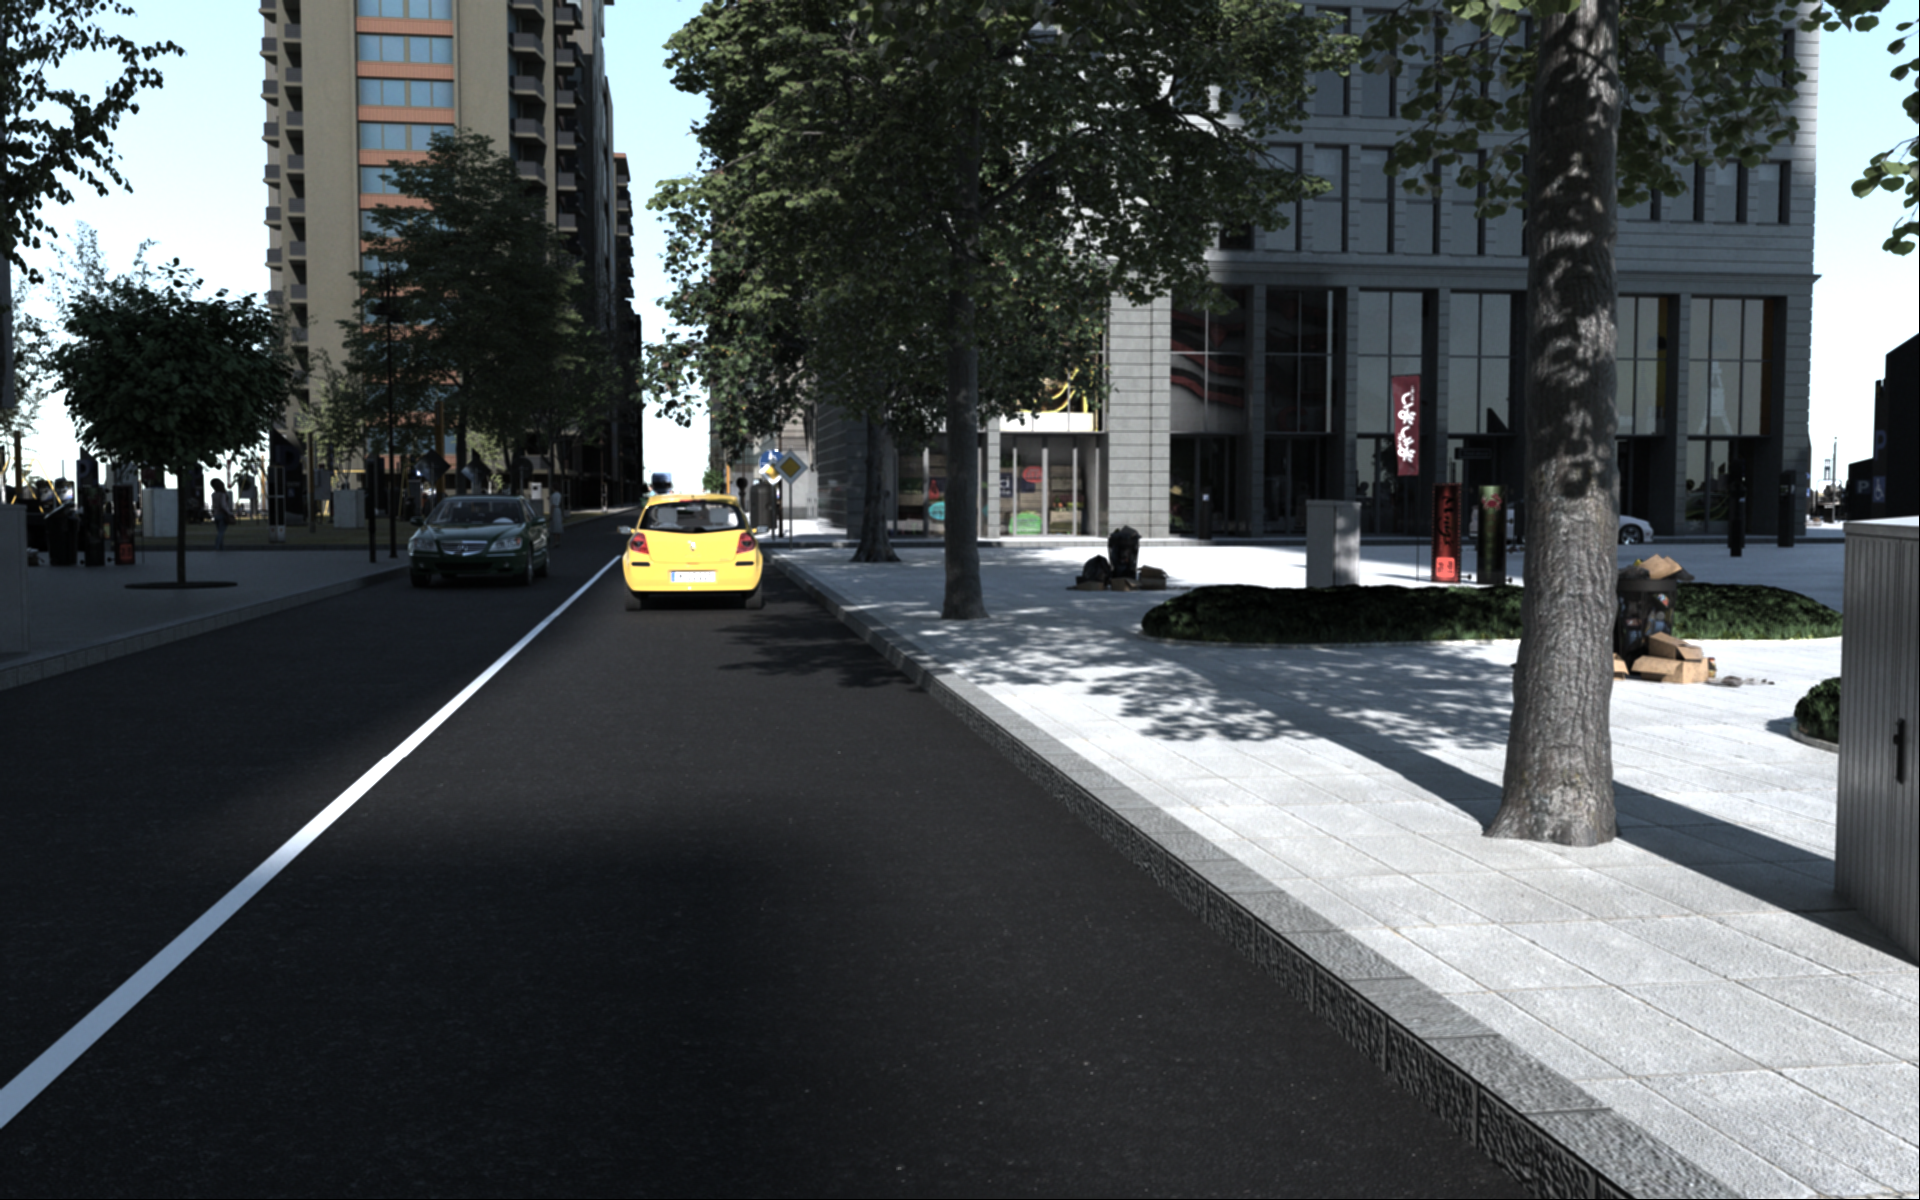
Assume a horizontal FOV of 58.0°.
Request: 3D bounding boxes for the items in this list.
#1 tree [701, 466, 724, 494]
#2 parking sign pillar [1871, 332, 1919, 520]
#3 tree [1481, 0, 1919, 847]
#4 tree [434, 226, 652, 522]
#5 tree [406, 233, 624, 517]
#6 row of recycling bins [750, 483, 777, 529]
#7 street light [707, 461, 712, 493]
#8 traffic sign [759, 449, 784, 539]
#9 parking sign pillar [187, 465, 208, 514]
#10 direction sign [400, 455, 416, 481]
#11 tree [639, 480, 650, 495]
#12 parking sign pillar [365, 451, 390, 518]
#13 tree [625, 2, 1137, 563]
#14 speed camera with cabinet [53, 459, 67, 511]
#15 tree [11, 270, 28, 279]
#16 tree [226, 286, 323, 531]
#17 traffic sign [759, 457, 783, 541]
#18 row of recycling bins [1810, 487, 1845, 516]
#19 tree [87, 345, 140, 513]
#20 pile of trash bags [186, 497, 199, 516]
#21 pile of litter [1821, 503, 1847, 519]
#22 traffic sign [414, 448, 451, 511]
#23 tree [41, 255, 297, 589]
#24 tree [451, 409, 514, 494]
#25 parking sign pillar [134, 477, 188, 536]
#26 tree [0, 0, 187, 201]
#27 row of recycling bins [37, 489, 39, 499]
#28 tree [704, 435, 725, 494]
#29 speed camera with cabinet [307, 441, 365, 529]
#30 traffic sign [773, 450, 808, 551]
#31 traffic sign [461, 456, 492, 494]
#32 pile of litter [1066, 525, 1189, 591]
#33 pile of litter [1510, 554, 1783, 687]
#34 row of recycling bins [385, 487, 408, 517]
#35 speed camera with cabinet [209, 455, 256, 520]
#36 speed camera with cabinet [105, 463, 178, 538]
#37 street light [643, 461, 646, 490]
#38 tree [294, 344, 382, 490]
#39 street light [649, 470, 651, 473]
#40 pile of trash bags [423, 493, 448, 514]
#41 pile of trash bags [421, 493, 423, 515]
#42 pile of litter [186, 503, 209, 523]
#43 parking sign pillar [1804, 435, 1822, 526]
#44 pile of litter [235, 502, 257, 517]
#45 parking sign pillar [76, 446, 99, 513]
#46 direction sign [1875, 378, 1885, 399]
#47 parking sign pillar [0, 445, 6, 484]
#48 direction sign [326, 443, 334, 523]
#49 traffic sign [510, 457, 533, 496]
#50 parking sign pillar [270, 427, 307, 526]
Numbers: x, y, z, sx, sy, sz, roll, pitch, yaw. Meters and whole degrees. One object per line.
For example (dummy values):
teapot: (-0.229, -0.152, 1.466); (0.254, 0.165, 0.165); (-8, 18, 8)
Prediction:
tree: (-29.035, -13.514, 204.675); (4.285, 4.588, 4.351); (0, 3, 0)
parking sign pillar: (12.673, -2.087, 22.598); (1.447, 3.967, 1.447); (0, 4, 3)
tree: (2.178, -5.410, 6.586); (7.486, 12.596, 7.792); (0, 3, 0)
tree: (-18.981, -10.366, 79.859); (12.009, 13.543, 11.850); (0, 3, 0)
tree: (-17.856, -8.736, 68.594); (9.928, 11.665, 9.643); (0, 3, 0)
row of recycling bins: (-7.342, -3.523, 64.714); (1.069, 1.692, 3.534); (0, 4, -5)
street light: (-28.085, -13.677, 196.399); (0.468, 5.910, 1.993); (-1, 4, -9)
traffic sign: (-5.354, -3.025, 49.557); (0.768, 2.556, 0.104); (0, 4, -1)
parking sign pillar: (-47.162, -7.231, 106.700); (1.447, 3.967, 1.447); (1, 4, 13)
direction sign: (-32.208, -6.676, 101.148); (0.876, 3.537, 0.379); (-1, 4, -11)
tree: (-44.623, -15.375, 245.980); (1.663, 3.219, 1.824); (0, 3, 0)
parking sign pillar: (-31.103, -6.337, 92.090); (1.447, 3.967, 1.447); (3, 5, 43)
tree: (-1.496, -7.071, 32.612); (9.611, 12.733, 9.660); (0, 3, 0)
speed camera with cabinet: (-51.198, -6.364, 98.392); (0.660, 3.252, 2.038); (-2, 4, -32)
tree: (-28.128, -6.060, 49.441); (4.360, 8.622, 3.978); (0, 3, 0)
tree: (-24.444, -6.738, 60.534); (4.360, 8.622, 3.978); (0, 3, 0)
traffic sign: (-5.082, -2.663, 47.184); (0.795, 2.450, 0.064); (-1, 4, -9)
row of recycling bins: (50.594, -5.715, 100.553); (3.534, 1.692, 1.069); (1, 4, 16)
tree: (-38.705, -7.898, 79.498); (4.360, 8.622, 3.978); (0, 3, 0)
pile of trash bags: (-42.955, -5.161, 94.130); (3.447, 1.369, 1.912); (0, 4, 8)
pile of litter: (44.637, -4.519, 87.848); (1.176, 0.858, 1.719); (-3, 4, -36)
traffic sign: (-11.597, -2.108, 38.104); (0.795, 2.450, 0.064); (-1, 4, -9)
tree: (-10.858, -2.457, 23.887); (4.285, 4.588, 4.351); (0, 3, 0)
tree: (-30.855, -9.952, 113.081); (4.737, 8.622, 4.395); (0, 3, 0)
parking sign pillar: (-24.745, -3.965, 53.299); (1.447, 3.967, 1.447); (-2, 4, -28)
tree: (-10.340, -4.129, 17.875); (4.737, 8.622, 4.395); (0, 3, 0)
row of recycling bins: (-53.524, -5.586, 98.442); (1.069, 1.692, 3.534); (0, 4, 0)
tree: (-29.642, -16.083, 213.317); (4.360, 8.622, 3.978); (0, 3, 0)
speed camera with cabinet: (-23.254, -4.293, 64.520); (2.038, 3.252, 0.660); (1, 4, 11)
traffic sign: (-3.844, -2.181, 39.295); (0.795, 2.450, 0.064); (-1, 4, -9)
traffic sign: (-12.835, -2.590, 45.993); (0.795, 2.450, 0.064); (-1, 4, -9)
pile of litter: (2.299, -0.572, 23.310); (1.719, 0.858, 1.176); (0, 4, 6)
pile of litter: (4.749, 0.112, 12.136); (1.176, 0.858, 1.719); (-2, 4, -33)
row of recycling bins: (-32.462, -5.601, 98.682); (3.534, 1.692, 1.069); (1, 4, 17)
speed camera with cabinet: (-35.461, -5.506, 84.356); (2.038, 3.252, 0.660); (0, 4, -6)
speed camera with cabinet: (-23.721, -3.429, 50.395); (0.660, 3.252, 2.038); (2, 4, 35)
street light: (-43.575, -16.304, 239.364); (0.468, 5.910, 1.993); (-1, 4, -9)
tree: (-29.571, -8.138, 83.424); (4.737, 8.622, 4.395); (0, 3, 0)
street light: (-49.269, -18.504, 275.320); (0.468, 5.910, 1.993); (-1, 4, -9)
pile of trash bags: (-28.930, -5.523, 100.061); (1.912, 1.369, 3.447); (1, 4, 22)
pile of trash bags: (-33.379, -5.987, 107.644); (1.912, 1.369, 3.447); (-1, 4, -22)
pile of litter: (-34.457, -3.890, 77.565); (1.176, 0.858, 1.719); (0, 4, -2)
parking sign pillar: (33.825, -4.955, 69.478); (1.447, 3.967, 1.447); (1, 4, 19)
pile of litter: (-39.777, -5.030, 96.205); (1.176, 0.858, 1.719); (-3, 5, -39)
parking sign pillar: (-48.886, -6.641, 97.058); (1.447, 3.967, 1.447); (2, 4, 24)
direction sign: (18.141, -2.579, 34.170); (0.379, 3.537, 0.876); (1, 4, 14)
parking sign pillar: (-52.315, -6.445, 93.849); (1.447, 3.967, 1.447); (0, 4, 8)
direction sign: (-27.829, -5.172, 76.552); (0.379, 3.537, 0.876); (-3, 4, -38)
traffic sign: (-15.051, -3.635, 59.534); (0.768, 2.556, 0.104); (0, 4, -8)
parking sign pillar: (-26.873, -4.933, 69.127); (1.447, 3.967, 1.447); (2, 4, 24)
